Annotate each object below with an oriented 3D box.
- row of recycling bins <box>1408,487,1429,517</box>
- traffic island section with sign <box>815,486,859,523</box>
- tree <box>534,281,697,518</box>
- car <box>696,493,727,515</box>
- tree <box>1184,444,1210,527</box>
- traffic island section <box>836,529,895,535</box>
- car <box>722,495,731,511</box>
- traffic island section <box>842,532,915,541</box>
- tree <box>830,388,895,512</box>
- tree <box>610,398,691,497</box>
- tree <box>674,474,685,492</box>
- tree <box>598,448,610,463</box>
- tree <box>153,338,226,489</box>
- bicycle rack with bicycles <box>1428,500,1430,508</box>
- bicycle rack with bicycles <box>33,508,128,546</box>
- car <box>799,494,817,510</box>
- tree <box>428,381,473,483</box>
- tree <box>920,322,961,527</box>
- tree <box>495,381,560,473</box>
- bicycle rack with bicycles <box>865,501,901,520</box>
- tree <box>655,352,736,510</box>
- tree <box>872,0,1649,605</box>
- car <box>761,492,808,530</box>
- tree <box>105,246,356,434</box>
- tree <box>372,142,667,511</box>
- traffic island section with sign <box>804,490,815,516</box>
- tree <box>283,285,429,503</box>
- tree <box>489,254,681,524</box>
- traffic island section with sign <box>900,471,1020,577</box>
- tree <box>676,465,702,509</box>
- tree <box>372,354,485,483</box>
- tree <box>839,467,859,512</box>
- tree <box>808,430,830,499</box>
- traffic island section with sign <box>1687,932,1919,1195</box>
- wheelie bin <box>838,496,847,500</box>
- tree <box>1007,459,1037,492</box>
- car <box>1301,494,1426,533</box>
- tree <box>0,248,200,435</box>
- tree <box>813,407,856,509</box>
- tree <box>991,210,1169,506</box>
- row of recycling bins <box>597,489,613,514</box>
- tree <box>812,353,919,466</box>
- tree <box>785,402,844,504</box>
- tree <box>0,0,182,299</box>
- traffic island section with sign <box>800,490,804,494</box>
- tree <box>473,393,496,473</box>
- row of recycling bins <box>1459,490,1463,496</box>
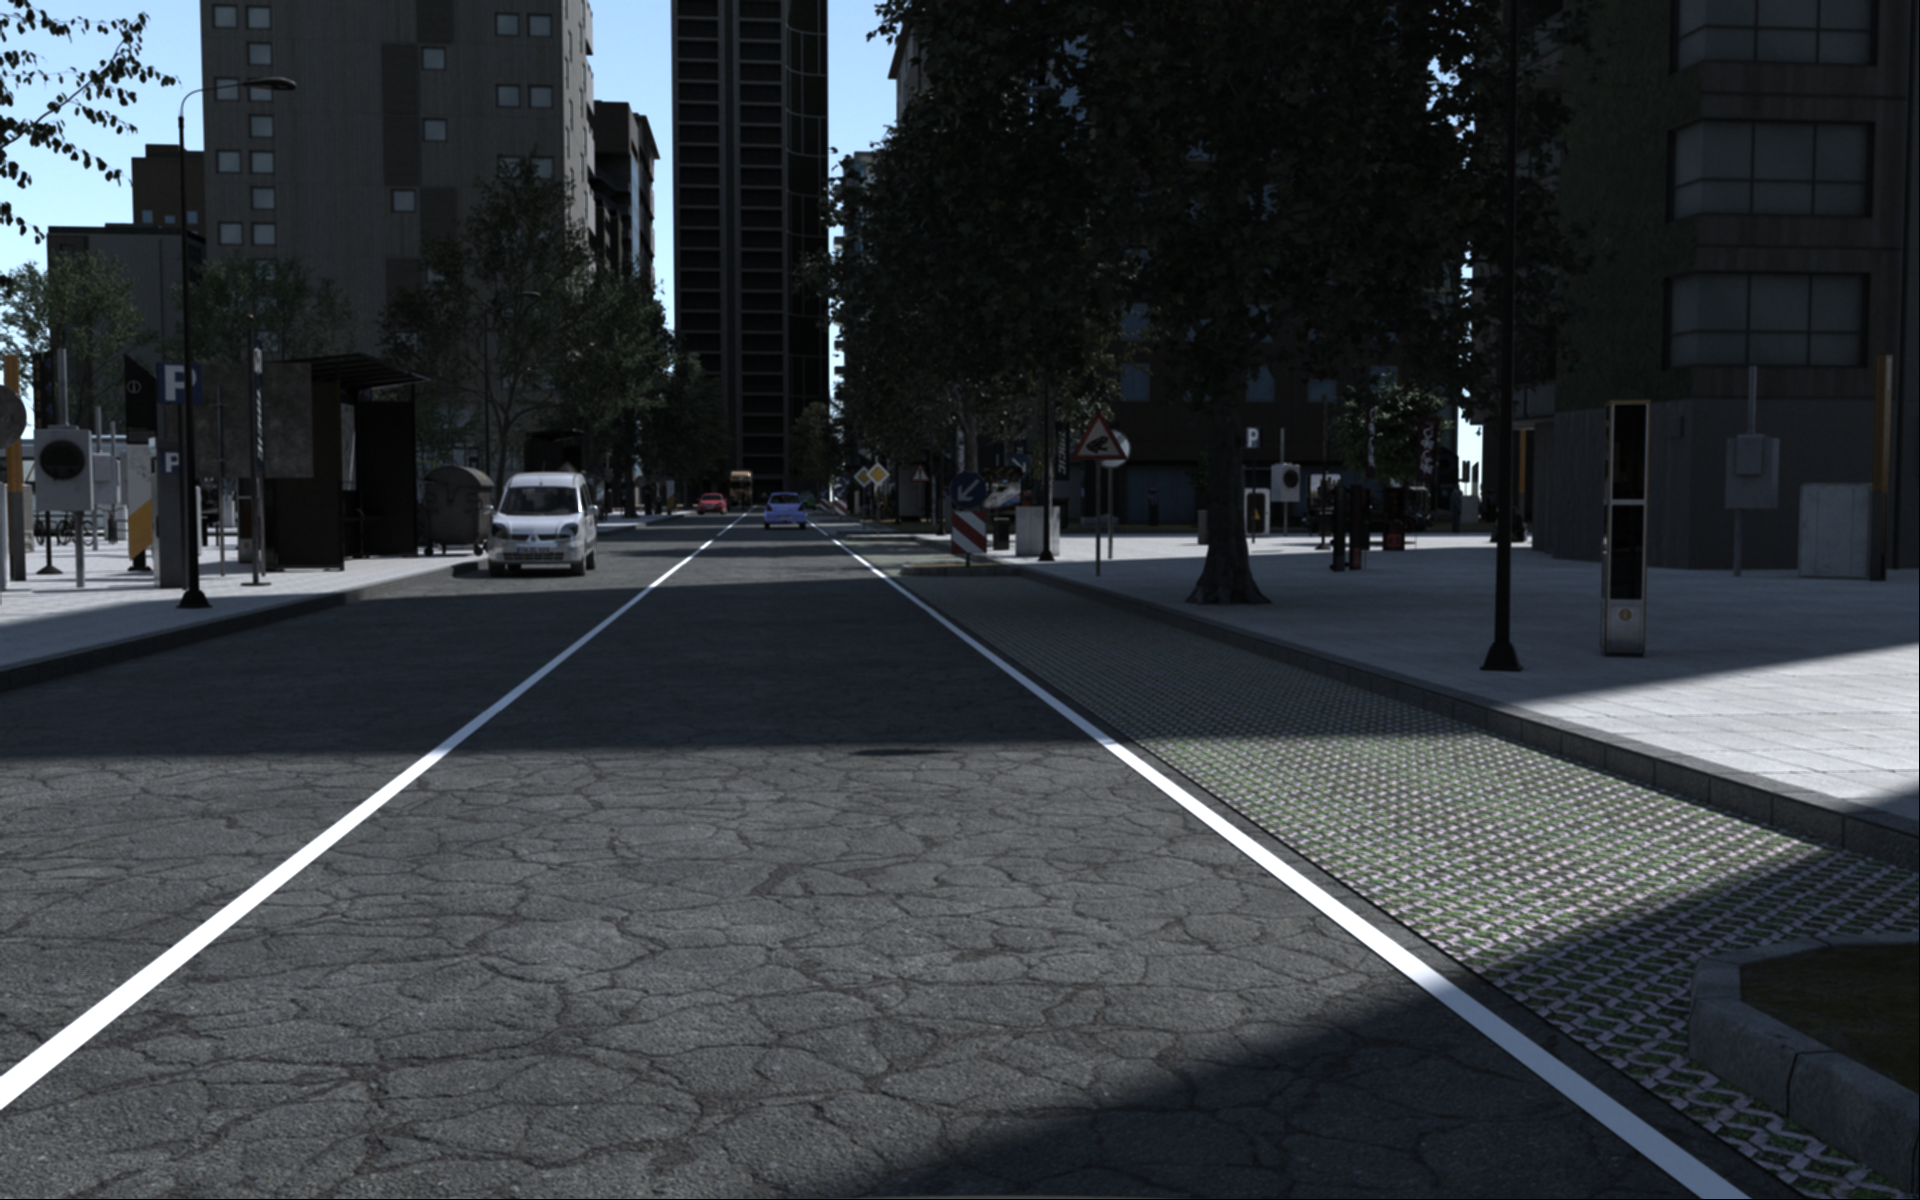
[{"bbox_3d":[25.373,-5.457,96.330,1.069,1.692,3.534,2,4,27],"label":"row of recycling bins"},{"bbox_3d":[-6.043,-4.725,85.876,1.989,1.847,2.006,0,4,-6],"label":"traffic island section with sign"},{"bbox_3d":[-17.725,-10.715,92.202,9.611,12.733,9.660,0,3,0],"label":"tree"},{"bbox_3d":[-17.289,-6.842,120.902,2.155,1.783,4.494,0,4,-4],"label":"car"},{"bbox_3d":[9.512,-4.435,67.109,1.663,3.219,1.824,0,3,0],"label":"tree"},{"bbox_3d":[-3.375,-2.394,61.422,2.009,0.180,2.903,0,4,-6],"label":"traffic island section"},{"bbox_3d":[-20.728,-8.390,149.750,1.945,1.354,3.894,0,4,-6],"label":"car"},{"bbox_3d":[-2.510,-1.908,53.484,2.009,0.180,2.903,0,4,-6],"label":"traffic island section"},{"bbox_3d":[-4.791,-9.049,98.313,4.737,8.622,4.395,0,3,0],"label":"tree"},{"bbox_3d":[-19.018,-9.752,109.805,4.360,8.622,3.978,0,3,0],"label":"tree"},{"bbox_3d":[-21.719,-8.267,129.765,1.663,3.219,1.824,0,3,0],"label":"tree"},{"bbox_3d":[-27.305,-10.894,128.475,4.360,8.622,3.978,0,3,0],"label":"tree"},{"bbox_3d":[-36.271,-8.093,82.684,4.737,8.622,4.395,0,3,0],"label":"tree"},{"bbox_3d":[31.122,-6.275,115.971,2.925,0.926,2.852,-1,4,-19],"label":"bicycle rack with bicycles"},{"bbox_3d":[-22.216,-1.866,43.889,2.852,0.926,2.925,-3,4,-39],"label":"bicycle rack with bicycles"},{"bbox_3d":[-13.585,-8.788,152.483,1.959,1.807,4.718,0,4,-5],"label":"car"},{"bbox_3d":[-29.751,-8.839,94.884,4.360,8.622,3.978,0,3,0],"label":"tree"},{"bbox_3d":[-0.802,-7.205,68.168,4.360,8.622,3.978,0,3,0],"label":"tree"},{"bbox_3d":[-27.973,-9.992,113.737,4.360,8.622,3.978,0,3,0],"label":"tree"},{"bbox_3d":[-3.245,-4.382,85.033,2.852,0.926,2.925,-1,4,-19],"label":"bicycle rack with bicycles"},{"bbox_3d":[-21.855,-13.449,138.014,7.486,12.596,7.792,0,3,0],"label":"tree"},{"bbox_3d":[3.045,-6.303,20.067,9.611,12.733,9.660,0,3,0],"label":"tree"},{"bbox_3d":[-7.204,-3.763,71.122,1.945,1.707,3.694,0,4,-7],"label":"car"},{"bbox_3d":[-29.263,-8.937,71.868,9.928,11.665,9.643,0,3,0],"label":"tree"},{"bbox_3d":[-12.112,-6.824,45.982,7.601,10.594,8.767,1,4,22],"label":"tree"},{"bbox_3d":[-8.987,-6.379,112.920,1.989,1.847,2.006,0,4,-6],"label":"traffic island section with sign"},{"bbox_3d":[-22.281,-6.835,62.122,4.360,8.622,3.978,0,3,0],"label":"tree"},{"bbox_3d":[-16.208,-9.138,75.169,9.928,11.665,9.643,0,3,0],"label":"tree"},{"bbox_3d":[-0.043,-1.357,30.816,1.989,1.847,2.006,0,4,-6],"label":"traffic island section with sign"},{"bbox_3d":[-24.217,-10.245,151.225,4.285,4.588,4.351,0,3,0],"label":"tree"},{"bbox_3d":[-27.050,-8.524,89.737,4.737,8.622,4.395,0,3,0],"label":"tree"},{"bbox_3d":[-7.675,-7.858,123.076,1.663,3.219,1.824,0,3,0],"label":"tree"},{"bbox_3d":[-13.617,-14.226,182.952,4.737,8.622,4.395,0,3,0],"label":"tree"},{"bbox_3d":[2.877,0.282,4.019,1.989,1.847,2.006,0,4,-6],"label":"traffic island section with sign"},{"bbox_3d":[-8.453,-7.136,124.582,0.693,1.594,0.980,-1,4,-9],"label":"wheelie bin"},{"bbox_3d":[2.553,-5.204,79.686,1.663,3.219,1.824,0,3,0],"label":"tree"},{"bbox_3d":[13.782,-3.023,59.217,4.222,1.686,2.009,0,4,-5],"label":"car"},{"bbox_3d":[-37.610,-8.997,72.863,9.928,11.665,9.643,0,3,0],"label":"tree"},{"bbox_3d":[-10.573,-11.985,146.317,4.360,8.622,3.978,0,3,0],"label":"tree"},{"bbox_3d":[2.090,-5.282,36.730,4.737,8.622,4.395,0,3,0],"label":"tree"},{"bbox_3d":[-23.906,-6.568,114.496,1.069,1.692,3.534,0,4,8],"label":"row of recycling bins"},{"bbox_3d":[-5.460,-10.497,106.038,7.601,10.594,8.767,1,4,8],"label":"tree"},{"bbox_3d":[-17.905,-18.031,212.936,7.486,12.596,7.792,0,3,0],"label":"tree"},{"bbox_3d":[-8.376,-3.826,12.924,4.360,8.622,3.978,0,3,0],"label":"tree"},{"bbox_3d":[-14.416,-9.425,162.729,1.989,1.847,2.006,0,4,-6],"label":"traffic island section with sign"},{"bbox_3d":[-32.693,-10.286,118.537,4.360,8.622,3.978,0,3,0],"label":"tree"},{"bbox_3d":[38.134,-7.834,135.200,1.069,1.692,3.534,-1,4,-12],"label":"row of recycling bins"}]
